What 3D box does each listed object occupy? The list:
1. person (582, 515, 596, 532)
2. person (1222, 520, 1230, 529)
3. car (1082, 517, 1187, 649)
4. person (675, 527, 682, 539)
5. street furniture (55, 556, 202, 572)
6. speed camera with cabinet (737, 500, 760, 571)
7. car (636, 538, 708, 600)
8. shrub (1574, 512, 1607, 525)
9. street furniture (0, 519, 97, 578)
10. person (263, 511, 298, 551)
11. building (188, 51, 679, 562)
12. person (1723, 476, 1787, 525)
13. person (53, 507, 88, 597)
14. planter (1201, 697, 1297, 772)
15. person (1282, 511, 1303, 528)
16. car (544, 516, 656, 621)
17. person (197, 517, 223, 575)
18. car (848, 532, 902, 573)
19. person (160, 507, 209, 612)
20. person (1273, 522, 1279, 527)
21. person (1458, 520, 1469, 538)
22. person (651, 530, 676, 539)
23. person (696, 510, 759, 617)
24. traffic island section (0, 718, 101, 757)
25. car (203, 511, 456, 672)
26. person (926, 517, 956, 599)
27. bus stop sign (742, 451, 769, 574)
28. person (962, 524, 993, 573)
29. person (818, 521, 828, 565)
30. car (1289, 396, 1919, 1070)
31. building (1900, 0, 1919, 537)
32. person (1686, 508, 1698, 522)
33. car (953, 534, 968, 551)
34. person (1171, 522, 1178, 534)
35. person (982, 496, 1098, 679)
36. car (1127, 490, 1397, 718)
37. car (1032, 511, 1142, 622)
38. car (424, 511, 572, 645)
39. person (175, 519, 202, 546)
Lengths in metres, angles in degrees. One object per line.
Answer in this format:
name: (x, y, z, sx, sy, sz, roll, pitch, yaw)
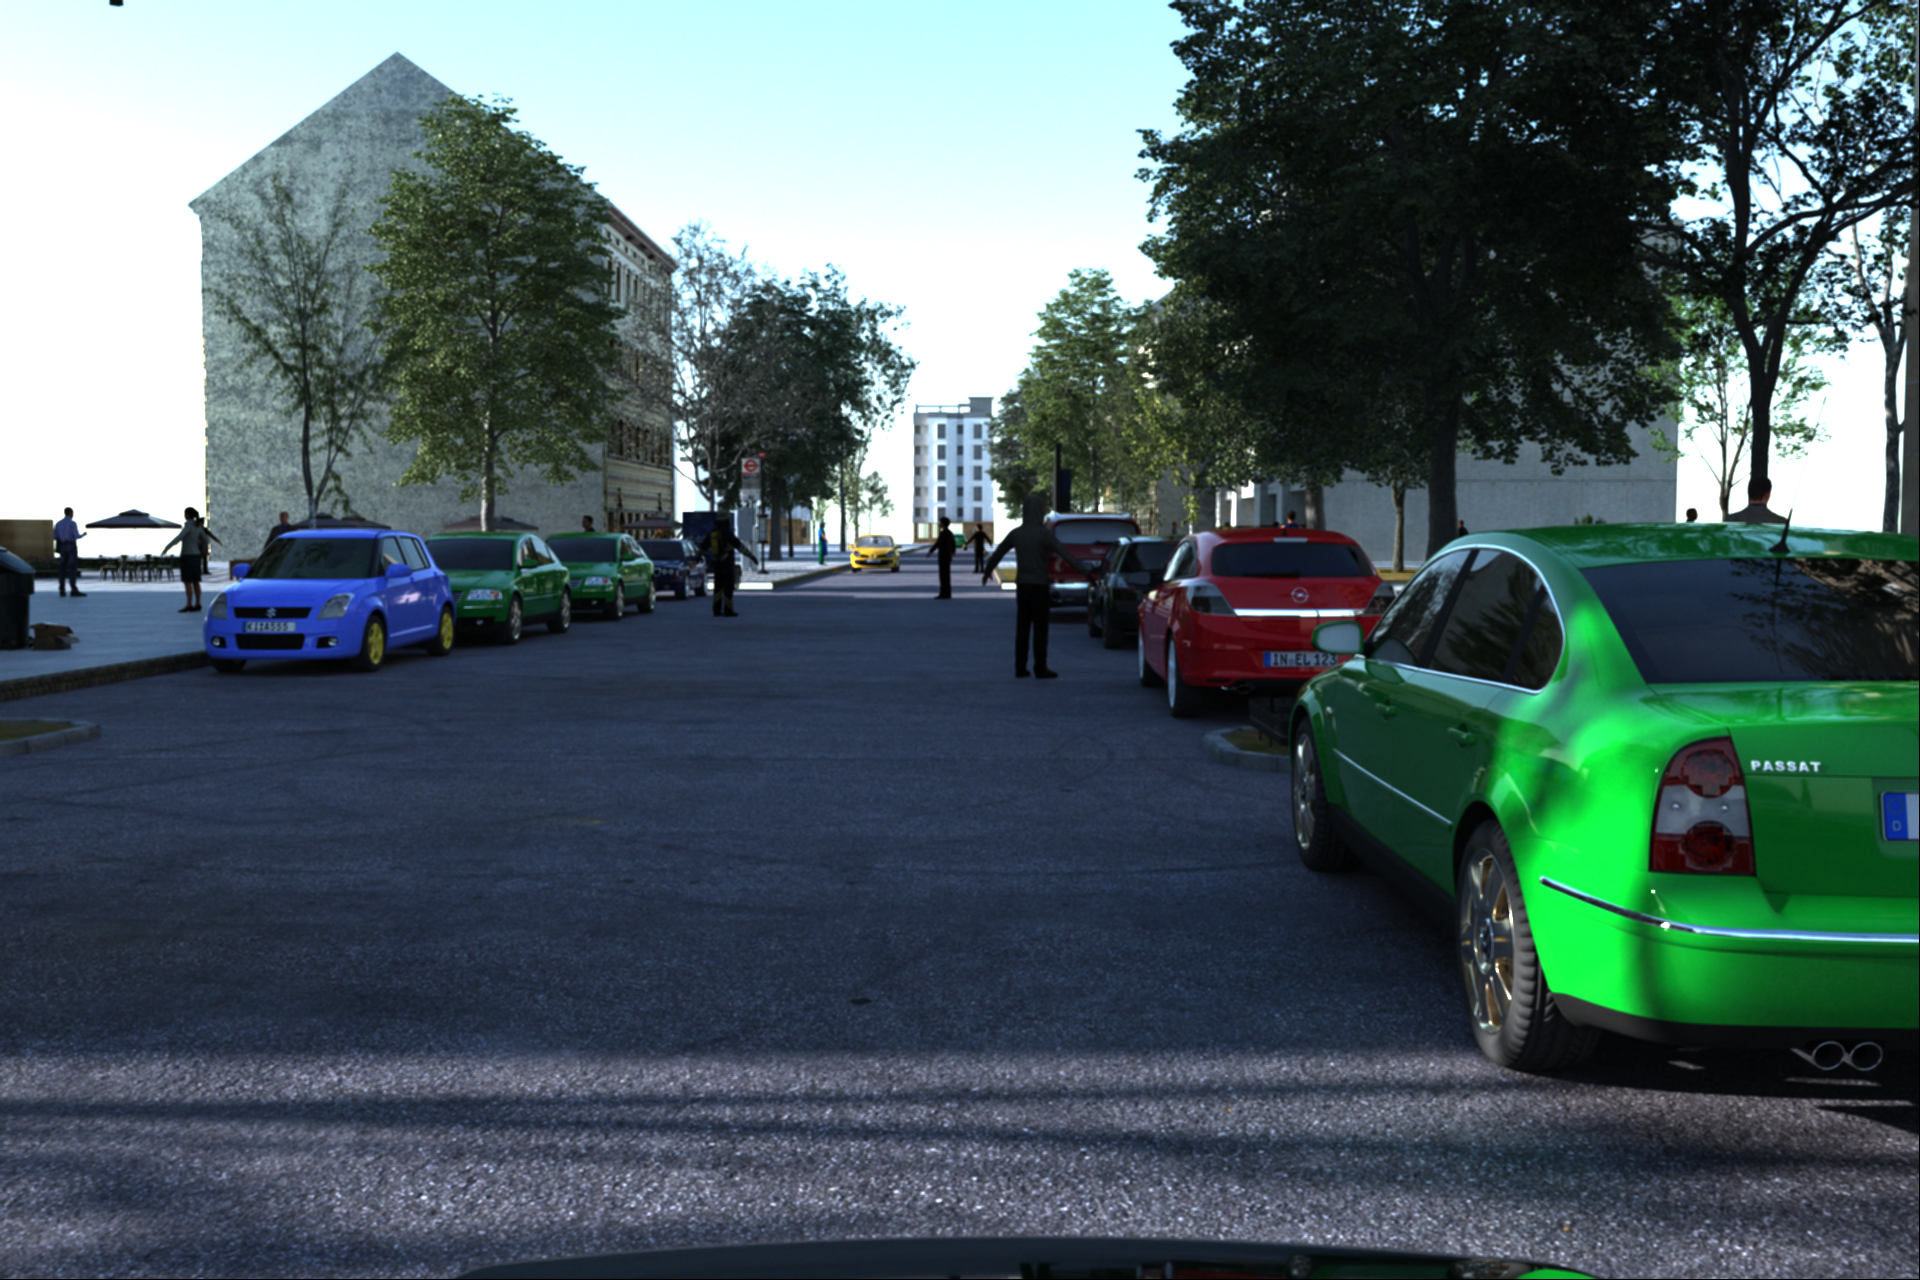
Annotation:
person: (-7.611, -1.635, 35.329, 0.704, 1.812, 1.346, -3, 4, -37)
person: (10.265, -3.699, 66.455, 0.705, 1.833, 1.349, -1, 4, -19)
car: (2.645, -0.807, 22.985, 2.009, 1.686, 4.222, 0, 4, 0)
person: (-7.332, -2.499, 47.044, 0.705, 1.806, 1.347, 3, 4, 37)
street furniture: (-32.229, -2.784, 61.150, 10.072, 0.657, 5.734, -2, 4, -24)
speed camera with cabinet: (-7.408, -4.056, 60.646, 0.660, 3.252, 2.038, 0, 3, 0)
car: (-6.738, -1.600, 38.737, 1.945, 1.354, 3.894, 0, 4, 1)
shrub: (21.274, -3.311, 58.550, 1.690, 2.028, 1.600, 0, 3, 0)
street furniture: (-30.575, -2.609, 49.519, 11.010, 1.723, 9.812, 2, 4, 34)
person: (-14.091, -1.808, 36.151, 0.990, 1.755, 0.434, 0, 4, 6)
building: (-25.525, -15.753, 88.483, 19.493, 23.208, 18.063, 0, 4, 1)
person: (6.626, -0.475, 14.334, 0.617, 1.759, 0.750, 3, 5, 43)
person: (-18.245, -1.818, 35.634, 0.709, 1.838, 0.599, 1, 4, 14)
planter: (2.616, 0.605, 11.255, 1.991, 0.319, 1.994, 0, 4, 0)
person: (7.493, -2.022, 39.222, 1.345, 1.807, 0.704, 0, 4, 2)
car: (-6.474, -1.299, 30.036, 1.959, 1.807, 4.718, 0, 4, 1)
person: (-23.937, -2.986, 54.751, 1.347, 1.837, 0.705, 1, 4, 17)
car: (-3.179, -3.377, 65.432, 2.015, 1.641, 3.980, 0, 3, 0)
person: (-12.741, -1.327, 28.530, 0.721, 1.735, 1.217, 1, 4, 9)
person: (11.812, -3.529, 64.416, 1.216, 1.740, 0.721, 3, 5, 42)
person: (18.980, -3.638, 65.706, 1.346, 1.802, 0.704, -3, 4, -38)
person: (-12.919, -4.284, 75.815, 1.354, 1.858, 0.705, -1, 4, -12)
person: (-4.107, -1.341, 30.166, 1.354, 1.856, 0.705, 2, 4, 31)
traffic island section: (-7.051, 0.681, 11.724, 1.991, 0.108, 1.994, 0, 4, 1)
car: (-6.879, -0.582, 19.103, 1.945, 1.707, 3.694, 0, 4, 1)
person: (-0.364, -1.814, 38.309, 0.705, 1.806, 1.347, 2, 4, 25)
bus stop sign: (-6.571, -4.098, 55.701, 0.855, 3.939, 0.416, 0, 4, 2)
person: (0.685, -3.338, 63.220, 1.347, 1.806, 0.705, -3, 4, -36)
person: (-5.656, -3.988, 71.337, 0.704, 1.817, 1.347, -1, 4, -16)
car: (2.317, 0.172, 5.992, 1.959, 1.807, 4.718, 0, 4, 1)
building: (27.008, -12.939, 14.758, 19.351, 26.588, 34.151, 0, 4, 1)
person: (14.727, -1.753, 34.846, 0.705, 1.807, 1.348, 2, 4, 33)
car: (-0.272, -8.751, 151.877, 1.959, 1.807, 4.718, 0, 4, -1)
person: (9.173, -4.132, 73.823, 0.705, 1.796, 1.348, 1, 4, 15)
person: (0.743, -0.532, 17.288, 1.348, 1.813, 0.705, 2, 4, 35)
car: (2.558, -0.363, 14.975, 2.155, 1.783, 4.494, 0, 4, 1)
car: (2.133, -1.297, 29.872, 2.281, 1.827, 5.304, 0, 4, -1)
car: (-6.591, -0.913, 23.724, 1.959, 1.807, 4.718, 0, 4, 0)
person: (-23.624, -2.852, 53.095, 0.721, 1.772, 1.216, 1, 4, 13)
